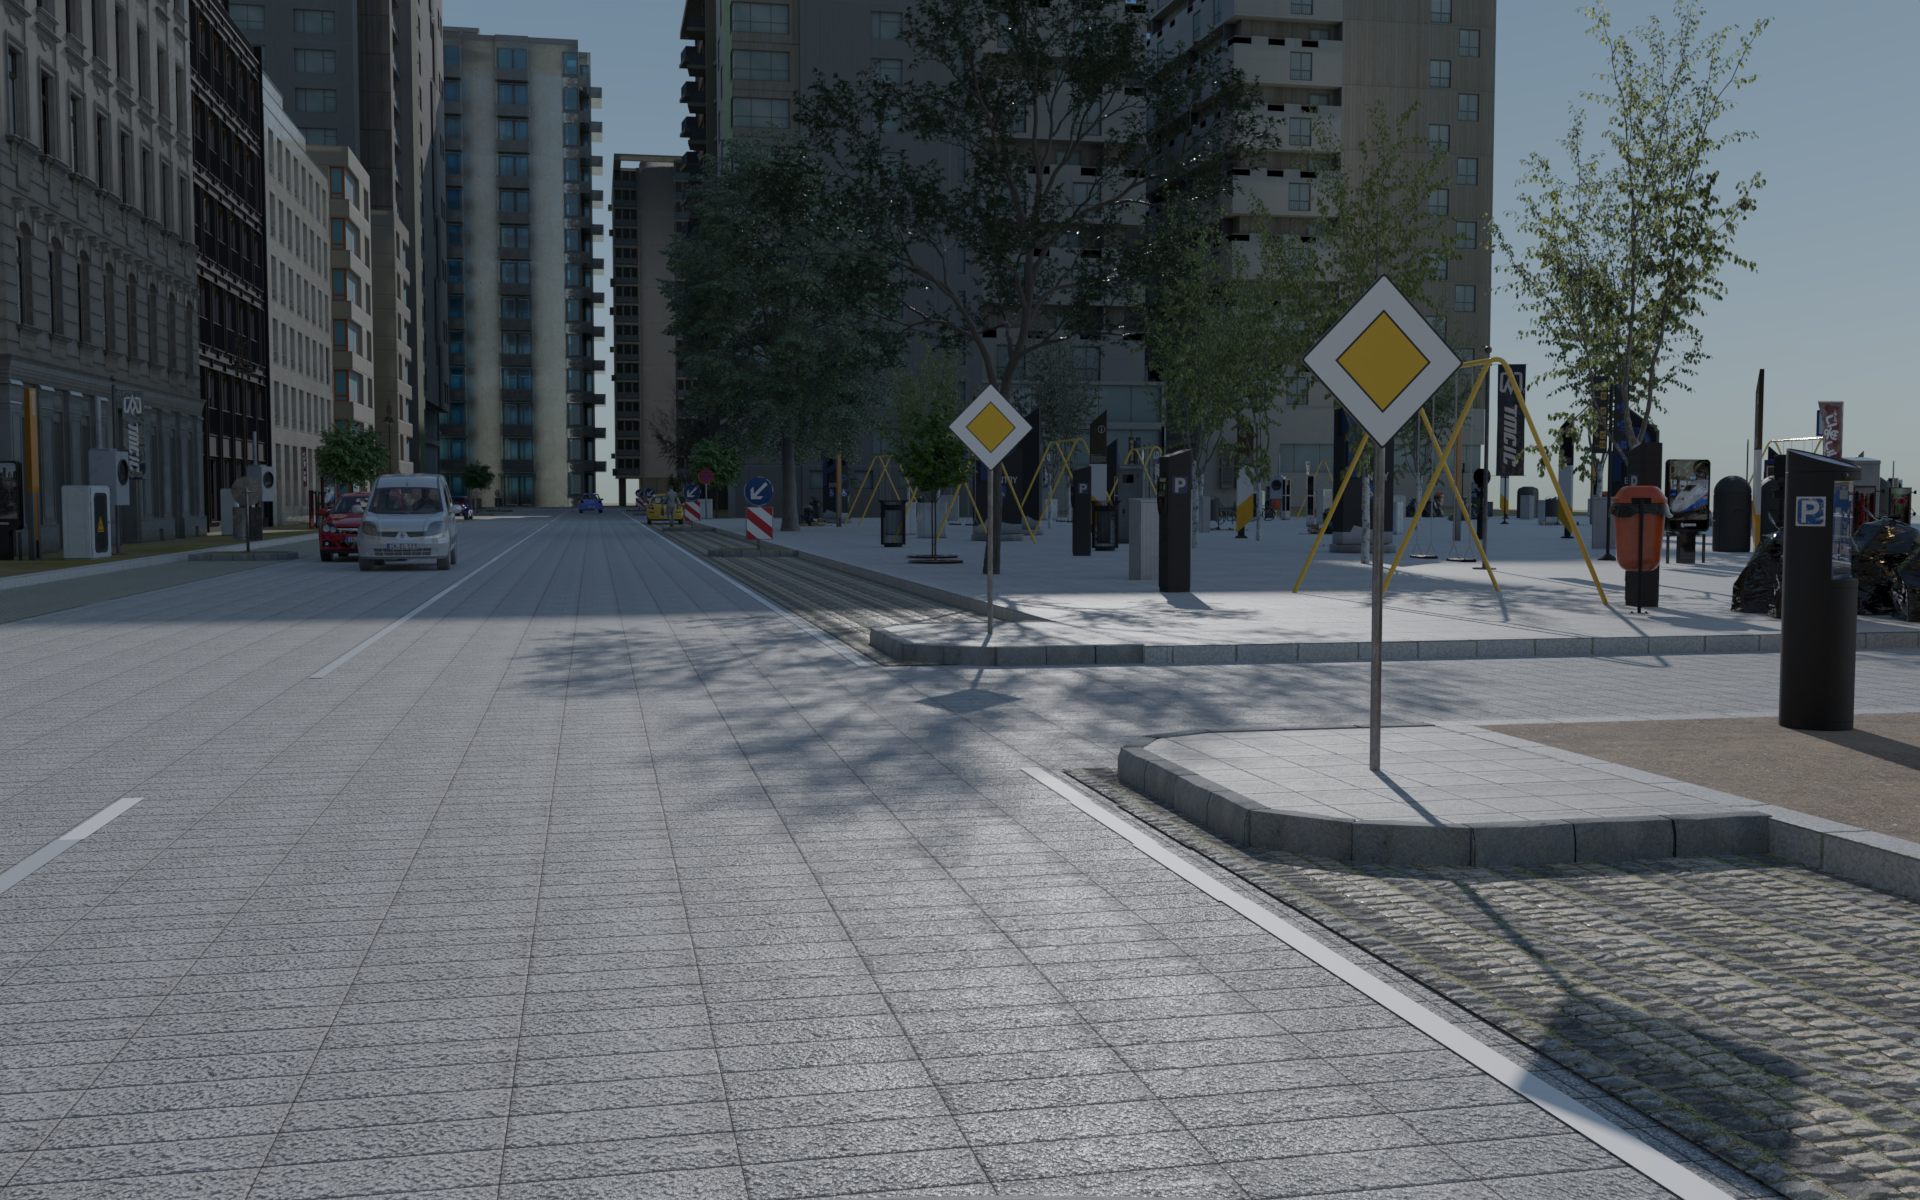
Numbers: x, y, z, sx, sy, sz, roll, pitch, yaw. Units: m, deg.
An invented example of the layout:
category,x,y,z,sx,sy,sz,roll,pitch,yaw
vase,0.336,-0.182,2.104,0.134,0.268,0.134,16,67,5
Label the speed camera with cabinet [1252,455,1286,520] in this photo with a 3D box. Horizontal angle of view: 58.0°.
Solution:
category,x,y,z,sx,sy,sz,roll,pitch,yaw
speed camera with cabinet,15.296,-5.670,87.044,2.038,3.252,0.660,2,4,24

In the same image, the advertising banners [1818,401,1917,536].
category,x,y,z,sx,sy,sz,roll,pitch,yaw
advertising banners,17.134,-2.237,32.761,2.074,3.025,0.090,0,4,-8

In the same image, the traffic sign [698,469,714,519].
category,x,y,z,sx,sy,sz,roll,pitch,yaw
traffic sign,-12.810,-5.338,87.385,0.768,2.556,0.104,0,4,-6

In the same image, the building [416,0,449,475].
category,x,y,z,sx,sy,sz,roll,pitch,yaw
building,-56.341,-33.730,140.727,27.495,52.752,28.713,-1,4,-12

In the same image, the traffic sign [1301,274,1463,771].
category,x,y,z,sx,sy,sz,roll,pitch,yaw
traffic sign,1.927,-0.266,7.994,0.795,2.450,0.064,-1,4,-12

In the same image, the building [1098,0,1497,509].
category,x,y,z,sx,sy,sz,roll,pitch,yaw
building,30.433,-34.874,159.433,27.495,52.752,28.713,-1,4,-12

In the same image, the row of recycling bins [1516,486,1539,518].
category,x,y,z,sx,sy,sz,roll,pitch,yaw
row of recycling bins,30.545,-5.257,93.071,1.069,1.692,3.534,1,4,23

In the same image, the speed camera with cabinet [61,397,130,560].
category,x,y,z,sx,sy,sz,roll,pitch,yaw
speed camera with cabinet,-17.278,-2.465,34.641,0.660,3.252,2.038,0,4,-6

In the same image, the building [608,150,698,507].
category,x,y,z,sx,sy,sz,roll,pitch,yaw
building,-26.179,-30.476,190.161,23.993,40.220,32.217,-1,4,-12

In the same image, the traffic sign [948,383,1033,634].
category,x,y,z,sx,sy,sz,roll,pitch,yaw
traffic sign,0.273,-0.744,15.806,0.795,2.450,0.064,-1,4,-12

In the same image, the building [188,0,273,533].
category,x,y,z,sx,sy,sz,roll,pitch,yaw
building,-31.452,-14.000,58.583,12.332,23.373,15.834,-1,4,-12

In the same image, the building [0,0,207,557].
category,x,y,z,sx,sy,sz,roll,pitch,yaw
building,-25.688,-11.824,42.477,9.793,20.994,18.267,-1,4,-12

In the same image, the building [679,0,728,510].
category,x,y,z,sx,sy,sz,roll,pitch,yaw
building,-12.757,-30.321,150.376,22.147,44.769,28.867,-1,4,-12

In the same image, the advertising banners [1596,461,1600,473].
category,x,y,z,sx,sy,sz,roll,pitch,yaw
advertising banners,34.076,-5.803,91.074,0.090,3.025,2.074,-1,4,-20

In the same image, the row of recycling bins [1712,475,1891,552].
category,x,y,z,sx,sy,sz,roll,pitch,yaw
row of recycling bins,18.362,-1.880,37.844,3.534,1.692,1.069,2,4,26

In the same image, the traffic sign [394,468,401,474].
category,x,y,z,sx,sy,sz,roll,pitch,yaw
traffic sign,-28.028,-5.284,86.402,0.884,2.594,0.081,0,4,-7

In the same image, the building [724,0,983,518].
category,x,y,z,sx,sy,sz,roll,pitch,yaw
building,-6.821,-25.561,101.512,14.154,41.232,14.086,-1,4,-12

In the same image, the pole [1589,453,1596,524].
category,x,y,z,sx,sy,sz,roll,pitch,yaw
pole,26.805,-4.862,73.343,0.158,3.312,0.155,0,3,0

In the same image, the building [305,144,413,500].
category,x,y,z,sx,sy,sz,roll,pitch,yaw
building,-46.845,-15.445,97.562,27.650,21.520,28.899,-1,4,-12

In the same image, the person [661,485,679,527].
category,x,y,z,sx,sy,sz,roll,pitch,yaw
person,-12.442,-4.020,74.352,0.709,1.813,0.853,-3,5,-39

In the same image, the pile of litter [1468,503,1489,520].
category,x,y,z,sx,sy,sz,roll,pitch,yaw
pile of litter,26.050,-4.481,87.224,1.176,0.858,1.719,1,4,19

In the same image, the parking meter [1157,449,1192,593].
category,x,y,z,sx,sy,sz,roll,pitch,yaw
parking meter,2.800,-1.036,22.653,0.399,1.863,0.255,-1,4,-21

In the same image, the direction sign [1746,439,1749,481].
category,x,y,z,sx,sy,sz,roll,pitch,yaw
direction sign,32.588,-4.876,71.724,0.379,3.537,0.876,2,4,26

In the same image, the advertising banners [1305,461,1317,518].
category,x,y,z,sx,sy,sz,roll,pitch,yaw
advertising banners,19.014,-5.927,93.094,0.090,3.025,2.074,3,4,38

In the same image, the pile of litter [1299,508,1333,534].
category,x,y,z,sx,sy,sz,roll,pitch,yaw
pile of litter,11.673,-2.543,55.543,1.719,0.858,1.176,0,4,-5

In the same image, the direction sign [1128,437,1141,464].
category,x,y,z,sx,sy,sz,roll,pitch,yaw
direction sign,6.937,-4.701,68.859,0.379,3.537,0.876,3,4,38

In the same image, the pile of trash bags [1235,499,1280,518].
category,x,y,z,sx,sy,sz,roll,pitch,yaw
pile of trash bags,16.126,-5.043,92.213,1.912,1.369,3.447,-1,4,-20

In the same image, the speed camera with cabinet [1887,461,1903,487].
category,x,y,z,sx,sy,sz,roll,pitch,yaw
speed camera with cabinet,54.997,-6.657,103.181,2.038,3.252,0.660,0,4,-1

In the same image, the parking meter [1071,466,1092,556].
category,x,y,z,sx,sy,sz,roll,pitch,yaw
parking meter,2.507,-1.845,35.883,0.399,1.863,0.255,0,4,-8

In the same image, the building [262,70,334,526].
category,x,y,z,sx,sy,sz,roll,pitch,yaw
building,-33.882,-13.461,74.840,10.420,20.320,16.860,-1,4,-12

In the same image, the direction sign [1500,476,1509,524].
category,x,y,z,sx,sy,sz,roll,pitch,yaw
direction sign,23.289,-5.013,73.958,0.876,3.537,0.379,-1,4,-13

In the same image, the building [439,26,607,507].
category,x,y,z,sx,sy,sz,roll,pitch,yaw
building,-52.607,-34.294,180.308,30.456,49.044,23.786,-1,4,-12

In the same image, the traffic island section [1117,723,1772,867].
category,x,y,z,sx,sy,sz,roll,pitch,yaw
traffic island section,1.948,0.869,8.076,2.009,0.180,2.903,-1,4,-12

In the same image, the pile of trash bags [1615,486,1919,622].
category,x,y,z,sx,sy,sz,roll,pitch,yaw
pile of trash bags,8.716,-0.528,18.391,3.447,1.369,1.912,1,4,17

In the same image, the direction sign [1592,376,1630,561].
category,x,y,z,sx,sy,sz,roll,pitch,yaw
direction sign,12.533,-2.533,33.411,0.876,3.537,0.379,-2,4,-24

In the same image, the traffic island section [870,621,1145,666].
category,x,y,z,sx,sy,sz,roll,pitch,yaw
traffic island section,0.294,0.391,15.888,2.009,0.180,2.903,-1,4,-12

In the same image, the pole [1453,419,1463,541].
category,x,y,z,sx,sy,sz,roll,pitch,yaw
pole,13.634,-3.279,47.452,0.158,3.312,0.155,0,3,0

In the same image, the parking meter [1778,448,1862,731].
category,x,y,z,sx,sy,sz,roll,pitch,yaw
parking meter,4.717,-0.067,9.502,0.372,1.533,0.369,0,3,0

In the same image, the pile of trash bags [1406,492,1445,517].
category,x,y,z,sx,sy,sz,roll,pitch,yaw
pile of trash bags,26.138,-5.309,96.555,1.912,1.369,3.447,3,4,37

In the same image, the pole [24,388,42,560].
category,x,y,z,sx,sy,sz,roll,pitch,yaw
pole,-17.925,-2.424,33.472,0.158,3.312,0.155,0,3,0

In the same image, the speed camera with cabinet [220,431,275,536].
category,x,y,z,sx,sy,sz,roll,pitch,yaw
speed camera with cabinet,-22.224,-3.652,54.045,0.660,3.252,2.038,1,4,12

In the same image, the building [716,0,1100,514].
category,x,y,z,sx,sy,sz,roll,pitch,yaw
building,-2.873,-32.665,123.314,28.713,52.752,27.495,-1,4,-12

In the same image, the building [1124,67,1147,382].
category,x,y,z,sx,sy,sz,roll,pitch,yaw
building,8.673,-29.273,162.200,14.086,41.232,14.154,-1,4,-12

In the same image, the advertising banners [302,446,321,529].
category,x,y,z,sx,sy,sz,roll,pitch,yaw
advertising banners,-24.075,-4.164,64.265,0.090,3.025,2.074,0,4,-4

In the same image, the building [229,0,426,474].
category,x,y,z,sx,sy,sz,roll,pitch,yaw
building,-45.089,-26.658,119.455,14.154,41.232,14.086,-1,4,-12

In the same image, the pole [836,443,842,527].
category,x,y,z,sx,sy,sz,roll,pitch,yaw
pole,-4.719,-4.498,67.389,0.158,3.312,0.155,0,3,0

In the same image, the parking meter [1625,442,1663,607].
category,x,y,z,sx,sy,sz,roll,pitch,yaw
parking meter,7.814,-0.862,19.807,0.255,1.863,0.399,0,4,-4

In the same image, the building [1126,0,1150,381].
category,x,y,z,sx,sy,sz,roll,pitch,yaw
building,15.827,-53.841,192.967,31.000,86.520,22.319,-1,4,-12

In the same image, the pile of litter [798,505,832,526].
category,x,y,z,sx,sy,sz,roll,pitch,yaw
pile of litter,-5.860,-3.377,69.177,1.719,0.858,1.176,-2,4,-25

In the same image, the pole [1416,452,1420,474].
category,x,y,z,sx,sy,sz,roll,pitch,yaw
pole,22.364,-5.550,84.589,0.158,3.312,0.155,0,3,0
